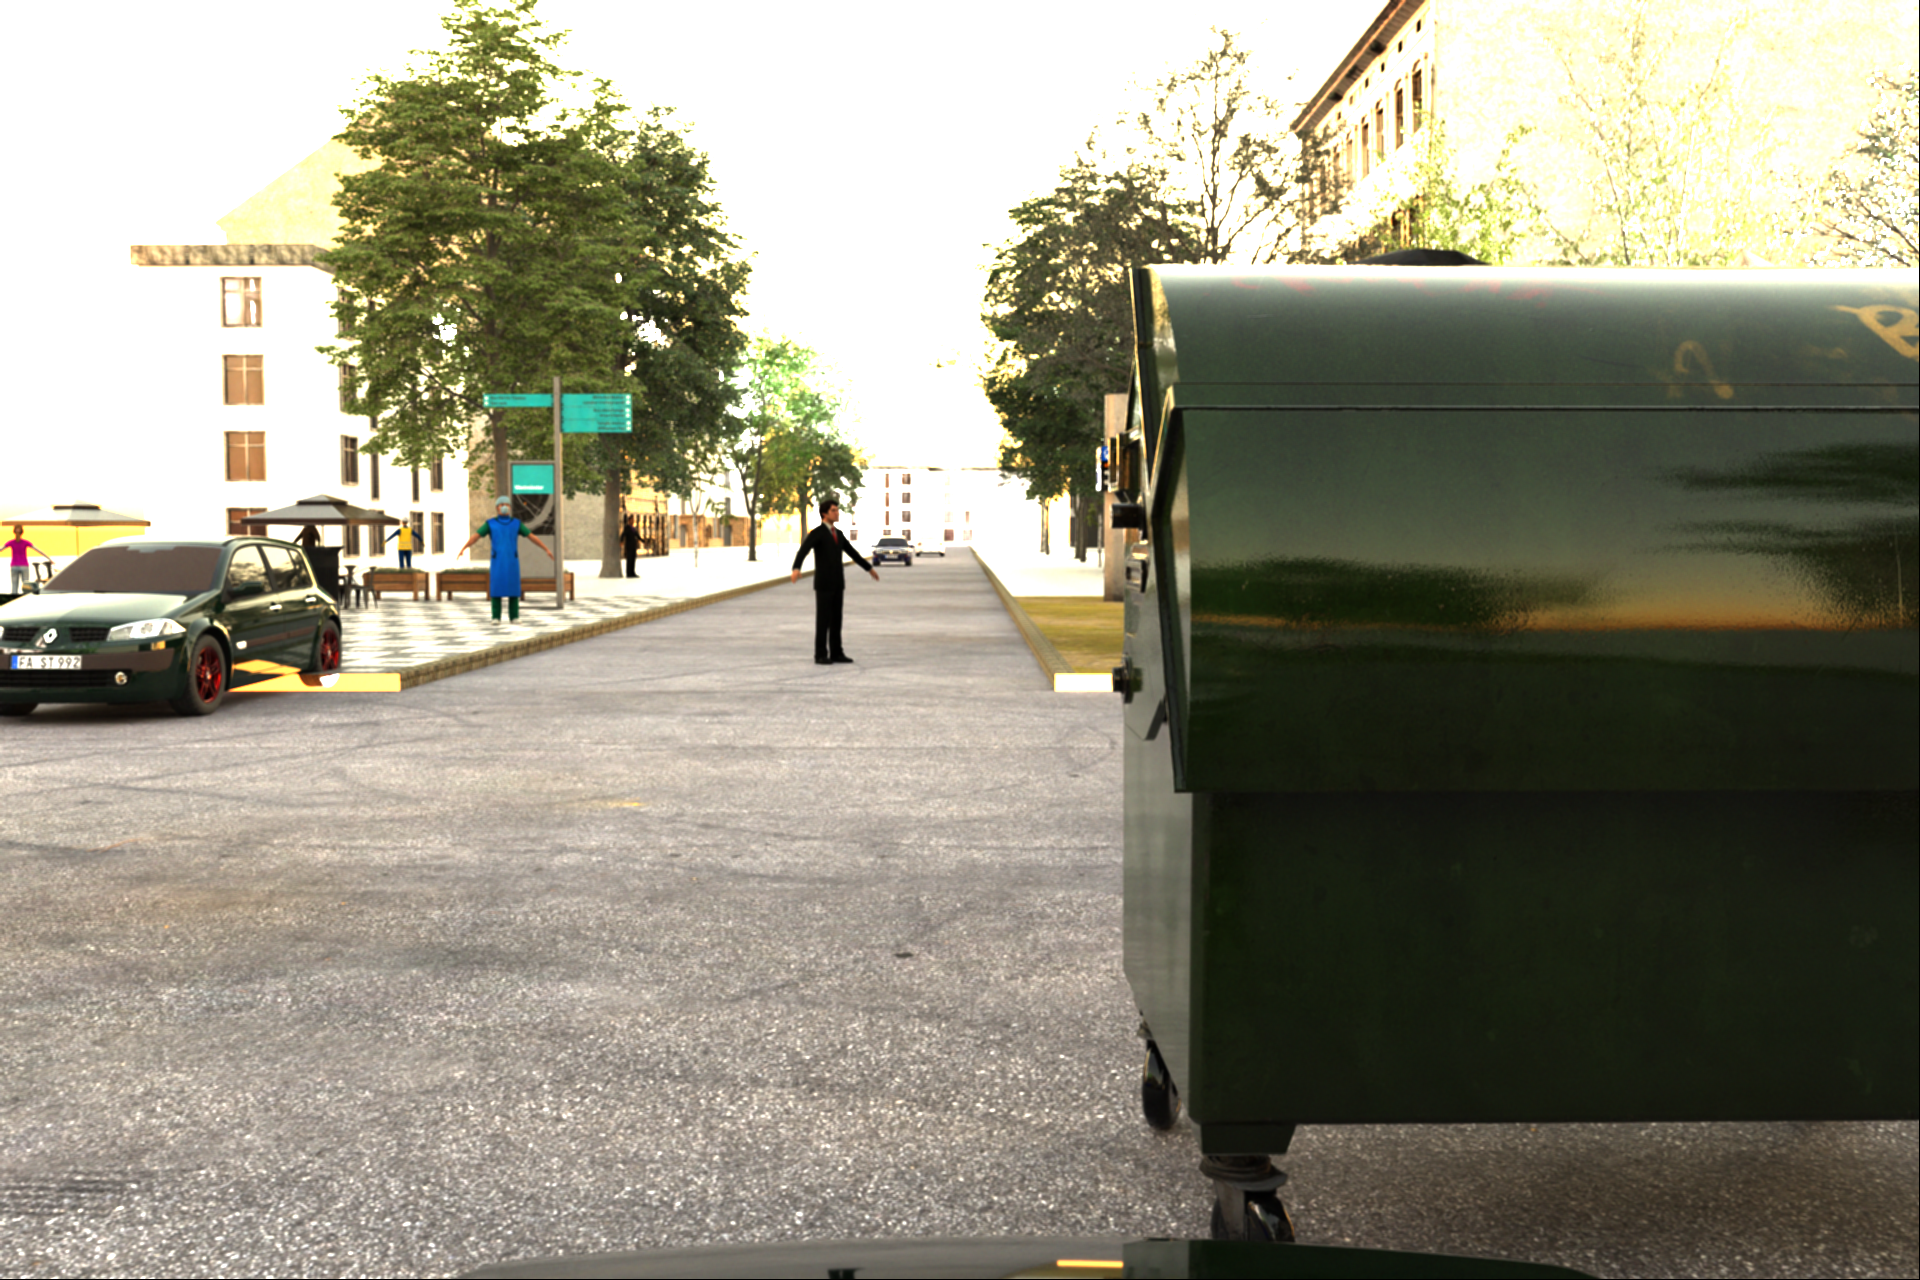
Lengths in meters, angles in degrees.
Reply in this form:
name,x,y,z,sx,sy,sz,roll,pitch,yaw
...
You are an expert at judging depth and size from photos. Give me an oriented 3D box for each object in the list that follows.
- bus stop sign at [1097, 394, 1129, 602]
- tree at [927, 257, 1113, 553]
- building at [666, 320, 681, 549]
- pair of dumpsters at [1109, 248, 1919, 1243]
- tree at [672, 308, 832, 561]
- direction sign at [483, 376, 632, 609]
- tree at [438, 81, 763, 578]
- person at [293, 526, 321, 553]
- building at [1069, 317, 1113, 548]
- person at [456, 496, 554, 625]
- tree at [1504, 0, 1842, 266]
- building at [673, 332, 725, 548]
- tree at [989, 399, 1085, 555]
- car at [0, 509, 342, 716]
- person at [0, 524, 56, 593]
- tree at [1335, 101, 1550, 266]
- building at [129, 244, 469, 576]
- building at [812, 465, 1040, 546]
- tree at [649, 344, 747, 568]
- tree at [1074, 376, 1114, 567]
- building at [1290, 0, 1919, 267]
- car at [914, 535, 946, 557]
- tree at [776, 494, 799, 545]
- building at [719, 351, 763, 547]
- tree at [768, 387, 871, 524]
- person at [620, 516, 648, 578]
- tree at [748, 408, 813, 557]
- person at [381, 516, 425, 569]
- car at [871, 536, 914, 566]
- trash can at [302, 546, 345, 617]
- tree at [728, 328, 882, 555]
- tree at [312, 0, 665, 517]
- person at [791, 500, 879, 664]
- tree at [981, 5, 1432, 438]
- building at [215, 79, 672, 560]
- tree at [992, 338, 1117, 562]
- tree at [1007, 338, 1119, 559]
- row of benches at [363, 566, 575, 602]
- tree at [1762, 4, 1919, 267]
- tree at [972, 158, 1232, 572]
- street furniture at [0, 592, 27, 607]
name,x,y,z,sx,sy,sz,roll,pitch,yaw
bus stop sign,3.043,-2.679,32.816,0.837,3.901,0.837,0,4,-1
tree,4.633,-16.087,118.910,12.611,20.169,13.585,0,3,0
building,-29.458,-17.231,138.148,16.016,20.090,11.380,0,4,1
pair of dumpsters,2.539,0.073,3.765,4.436,2.255,1.574,0,4,-1
tree,-9.860,-9.503,81.133,9.928,11.665,9.643,0,3,0
direction sign,-6.808,-2.523,30.007,2.525,3.948,1.411,0,4,2
tree,-10.260,-8.804,50.604,9.857,13.997,8.962,0,3,0
person,-16.802,-2.353,44.605,1.346,1.812,0.704,3,4,38
building,25.022,-20.443,178.222,27.936,21.610,32.646,0,4,0
person,-6.445,-1.125,24.528,1.347,1.817,0.704,-1,4,-23
tree,9.500,-4.452,23.148,4.360,8.622,3.978,0,3,0
building,-28.800,-18.715,162.402,16.016,20.090,11.380,0,4,0
tree,5.073,-10.415,104.692,8.767,10.594,7.601,3,5,44
car,-6.770,-0.313,14.899,2.009,1.686,4.222,0,4,0
person,-14.802,-1.102,27.278,0.991,1.433,0.599,-2,4,-23
tree,8.420,-4.837,29.449,4.737,8.622,4.395,0,3,0
building,-23.045,-7.473,64.326,9.099,9.664,28.070,0,4,1
building,-4.084,-16.327,211.552,28.070,9.664,9.099,0,4,-4
tree,-9.943,-7.013,65.025,4.737,8.622,4.395,0,3,0
tree,5.604,-7.123,66.826,4.737,8.622,4.395,0,3,0
building,21.838,-13.713,55.130,19.493,23.208,18.063,0,4,0
car,-1.934,-6.078,111.739,2.083,1.381,4.827,0,4,-1
tree,-20.764,-15.861,209.685,4.737,8.622,4.395,0,3,0
building,-26.743,-19.696,178.445,16.016,20.090,11.380,0,4,0
tree,-9.775,-11.991,121.806,9.928,11.665,9.643,0,3,0
person,-9.648,-2.735,50.934,0.704,1.802,1.346,1,4,23
tree,-10.104,-8.938,96.491,4.737,8.622,4.395,0,3,0
person,-15.149,-2.490,47.177,1.216,1.772,0.721,-3,5,-39
car,-3.055,-4.027,78.420,1.945,1.354,3.894,0,4,0
trash can,-7.636,-0.536,20.419,0.748,1.137,0.748,0,3,0
tree,-9.675,-12.191,105.975,9.857,13.997,8.962,0,3,0
tree,-9.890,-7.229,36.327,7.486,12.596,7.792,0,3,0
person,-1.424,-0.644,19.179,0.705,1.806,1.347,3,5,39
tree,5.622,-7.921,39.884,12.009,13.543,11.850,0,3,0
building,-26.455,-16.044,93.243,19.493,23.208,18.063,0,4,-1
tree,5.671,-8.801,78.309,8.767,10.594,7.601,-1,4,-14
tree,6.043,-9.939,88.252,9.928,11.665,9.643,0,3,0
row of benches,-9.511,-1.089,33.266,4.104,0.672,1.422,0,4,5
tree,21.368,-7.577,34.256,12.009,13.543,11.850,0,3,0
tree,5.021,-9.219,57.380,9.857,13.997,8.962,0,3,0
street furniture,-14.355,-0.315,20.784,5.734,0.657,10.072,0,4,3
